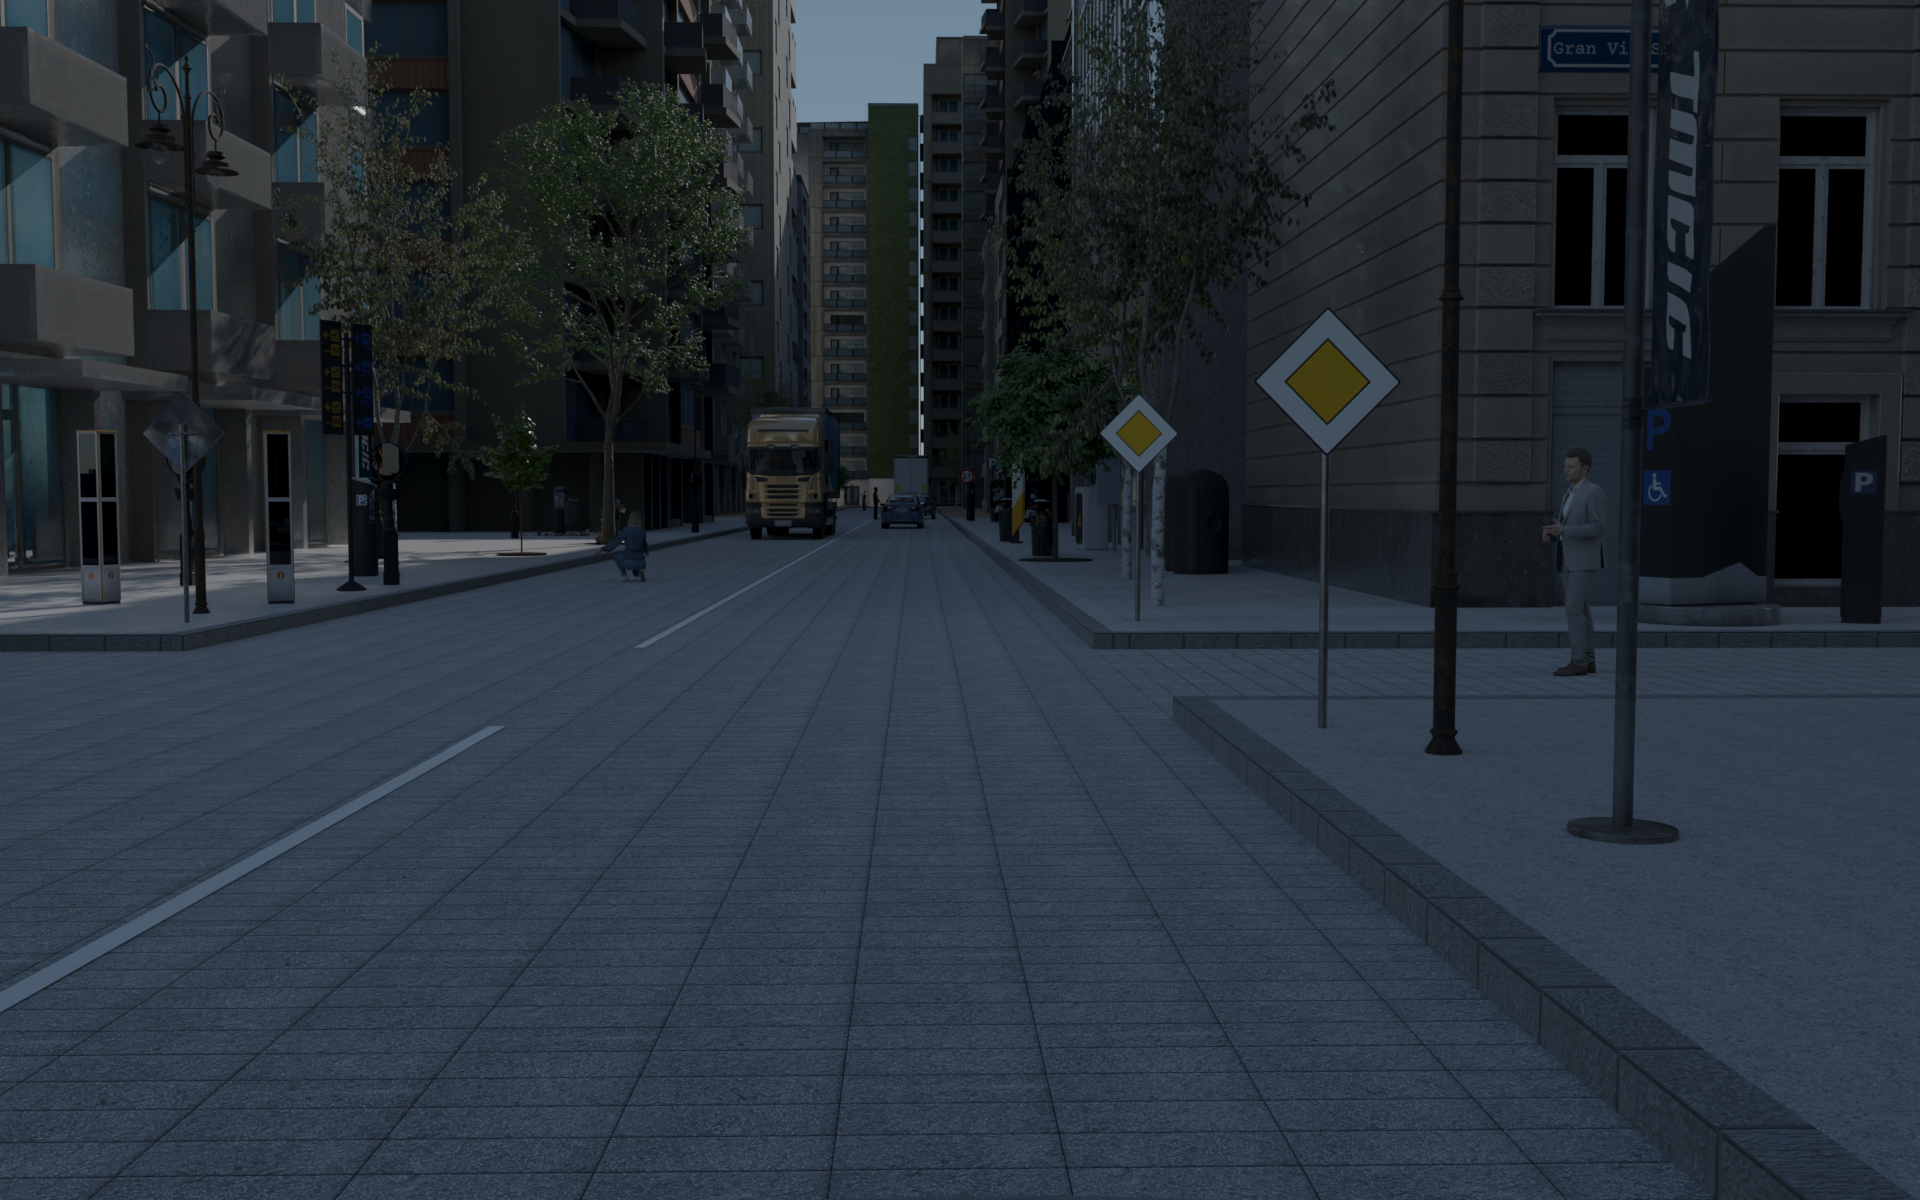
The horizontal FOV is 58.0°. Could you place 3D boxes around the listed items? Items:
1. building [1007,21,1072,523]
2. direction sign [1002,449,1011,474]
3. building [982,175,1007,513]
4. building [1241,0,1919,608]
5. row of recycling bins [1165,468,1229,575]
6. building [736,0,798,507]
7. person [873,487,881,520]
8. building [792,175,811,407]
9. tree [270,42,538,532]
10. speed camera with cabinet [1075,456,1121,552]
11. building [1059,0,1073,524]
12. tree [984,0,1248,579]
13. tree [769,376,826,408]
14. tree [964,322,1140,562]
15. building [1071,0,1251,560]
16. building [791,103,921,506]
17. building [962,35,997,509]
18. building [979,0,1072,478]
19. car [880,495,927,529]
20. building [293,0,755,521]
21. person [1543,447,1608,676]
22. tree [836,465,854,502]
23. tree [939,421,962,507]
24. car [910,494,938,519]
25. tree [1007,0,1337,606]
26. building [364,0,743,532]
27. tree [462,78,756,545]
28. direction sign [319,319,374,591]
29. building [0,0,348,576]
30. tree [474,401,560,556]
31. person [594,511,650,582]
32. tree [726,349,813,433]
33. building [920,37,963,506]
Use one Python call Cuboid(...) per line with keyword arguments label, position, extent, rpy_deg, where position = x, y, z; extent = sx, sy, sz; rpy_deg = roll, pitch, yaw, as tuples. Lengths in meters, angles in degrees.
Cuboid(label="building", position=(8.845, -15.611, 84.922), extent=(12.332, 23.373, 15.834), rpy_deg=(0, 4, -1))
Cuboid(label="direction sign", position=(2.085, -4.690, 68.683), extent=(0.876, 3.537, 0.379), rpy_deg=(2, 4, 25))
Cuboid(label="building", position=(15.742, -16.135, 108.838), extent=(27.650, 21.520, 28.899), rpy_deg=(0, 4, -1))
Cuboid(label="building", position=(17.277, -13.905, 24.617), extent=(25.104, 27.353, 12.463), rpy_deg=(0, 4, -1))
Cuboid(label="row of recycling bins", position=(3.940, -1.355, 29.265), extent=(1.069, 1.692, 3.534), rpy_deg=(0, 4, 4))
Cuboid(label="building", position=(-26.952, -33.430, 135.819), extent=(28.713, 52.752, 27.495), rpy_deg=(0, 4, -1))
Cuboid(label="person", position=(-4.651, -5.375, 96.342), extent=(0.705, 1.831, 1.348), rpy_deg=(-1, 4, -15))
Cuboid(label="building", position=(-20.830, -23.685, 158.958), extent=(14.107, 30.474, 14.160), rpy_deg=(0, 4, -1))
Cuboid(label="tree", position=(-9.393, -4.791, 28.697), extent=(4.360, 8.622, 3.978), rpy_deg=(0, 3, 0))
Cuboid(label="speed camera with cabinet", position=(3.110, -2.748, 39.261), extent=(0.660, 3.252, 2.038), rpy_deg=(-1, 4, -10))
Cuboid(label="building", position=(11.197, -16.951, 64.546), extent=(14.401, 28.519, 23.554), rpy_deg=(0, 4, -1))
Cuboid(label="tree", position=(2.490, -4.641, 26.245), extent=(4.737, 8.622, 4.395), rpy_deg=(0, 3, 0))
Cuboid(label="tree", position=(-10.332, -9.705, 109.033), extent=(4.360, 8.622, 3.978), rpy_deg=(0, 3, 0))
Cuboid(label="tree", position=(1.803, -3.032, 33.294), extent=(4.285, 4.588, 4.351), rpy_deg=(0, 3, 0))
Cuboid(label="building", position=(9.650, -13.748, 42.809), extent=(12.078, 24.808, 19.932), rpy_deg=(0, 4, -1))
Cuboid(label="building", position=(-11.236, -30.639, 184.545), extent=(14.086, 41.232, 14.154), rpy_deg=(0, 4, -1))
Cuboid(label="building", position=(7.130, -29.058, 158.688), extent=(14.154, 41.232, 14.086), rpy_deg=(0, 4, -1))
Cuboid(label="building", position=(12.784, -29.499, 136.934), extent=(22.147, 44.769, 28.867), rpy_deg=(0, 4, -1))
Cuboid(label="car", position=(-2.410, -3.744, 73.221), extent=(2.014, 1.417, 4.499), rpy_deg=(0, 4, 0))
Cuboid(label="building", position=(-24.639, -29.775, 106.437), extent=(23.786, 49.044, 30.456), rpy_deg=(0, 4, -1))
Cuboid(label="person", position=(4.841, -0.311, 13.788), extent=(0.583, 1.804, 0.606), rpy_deg=(-1, 4, -11))
Cuboid(label="tree", position=(-12.064, -11.363, 169.502), extent=(4.285, 4.588, 4.351), rpy_deg=(0, 3, 0))
Cuboid(label="tree", position=(-0.322, -13.390, 169.292), extent=(4.737, 8.622, 4.395), rpy_deg=(0, 3, 0))
Cuboid(label="car", position=(-2.306, -5.364, 99.503), extent=(2.131, 1.459, 4.920), rpy_deg=(0, 4, -1))
Cuboid(label="tree", position=(2.307, -4.257, 19.967), extent=(4.360, 8.622, 3.978), rpy_deg=(0, 3, 0))
Cuboid(label="building", position=(-20.747, -25.410, 70.081), extent=(22.147, 44.769, 28.867), rpy_deg=(0, 4, -1))
Cuboid(label="tree", position=(-8.752, -7.204, 43.540), extent=(9.928, 11.665, 9.643), rpy_deg=(0, 3, 0))
Cuboid(label="direction sign", position=(-8.084, -1.891, 22.907), extent=(0.379, 3.537, 0.876), rpy_deg=(2, 4, 27))
Cuboid(label="building", position=(-25.069, -25.238, 32.243), extent=(23.786, 49.044, 30.456), rpy_deg=(0, 4, -1))
Cuboid(label="tree", position=(-9.074, -2.539, 36.108), extent=(1.663, 3.219, 1.824), rpy_deg=(0, 3, 0))
Cuboid(label="person", position=(-5.491, -0.883, 28.428), extent=(1.012, 1.151, 0.738), rpy_deg=(-2, 4, -26))
Cuboid(label="tree", position=(-9.987, -8.465, 88.759), extent=(4.737, 8.622, 4.395), rpy_deg=(0, 3, 0))
Cuboid(label="building", position=(6.517, -34.530, 188.267), extent=(21.600, 48.544, 21.300), rpy_deg=(0, 4, -1))
